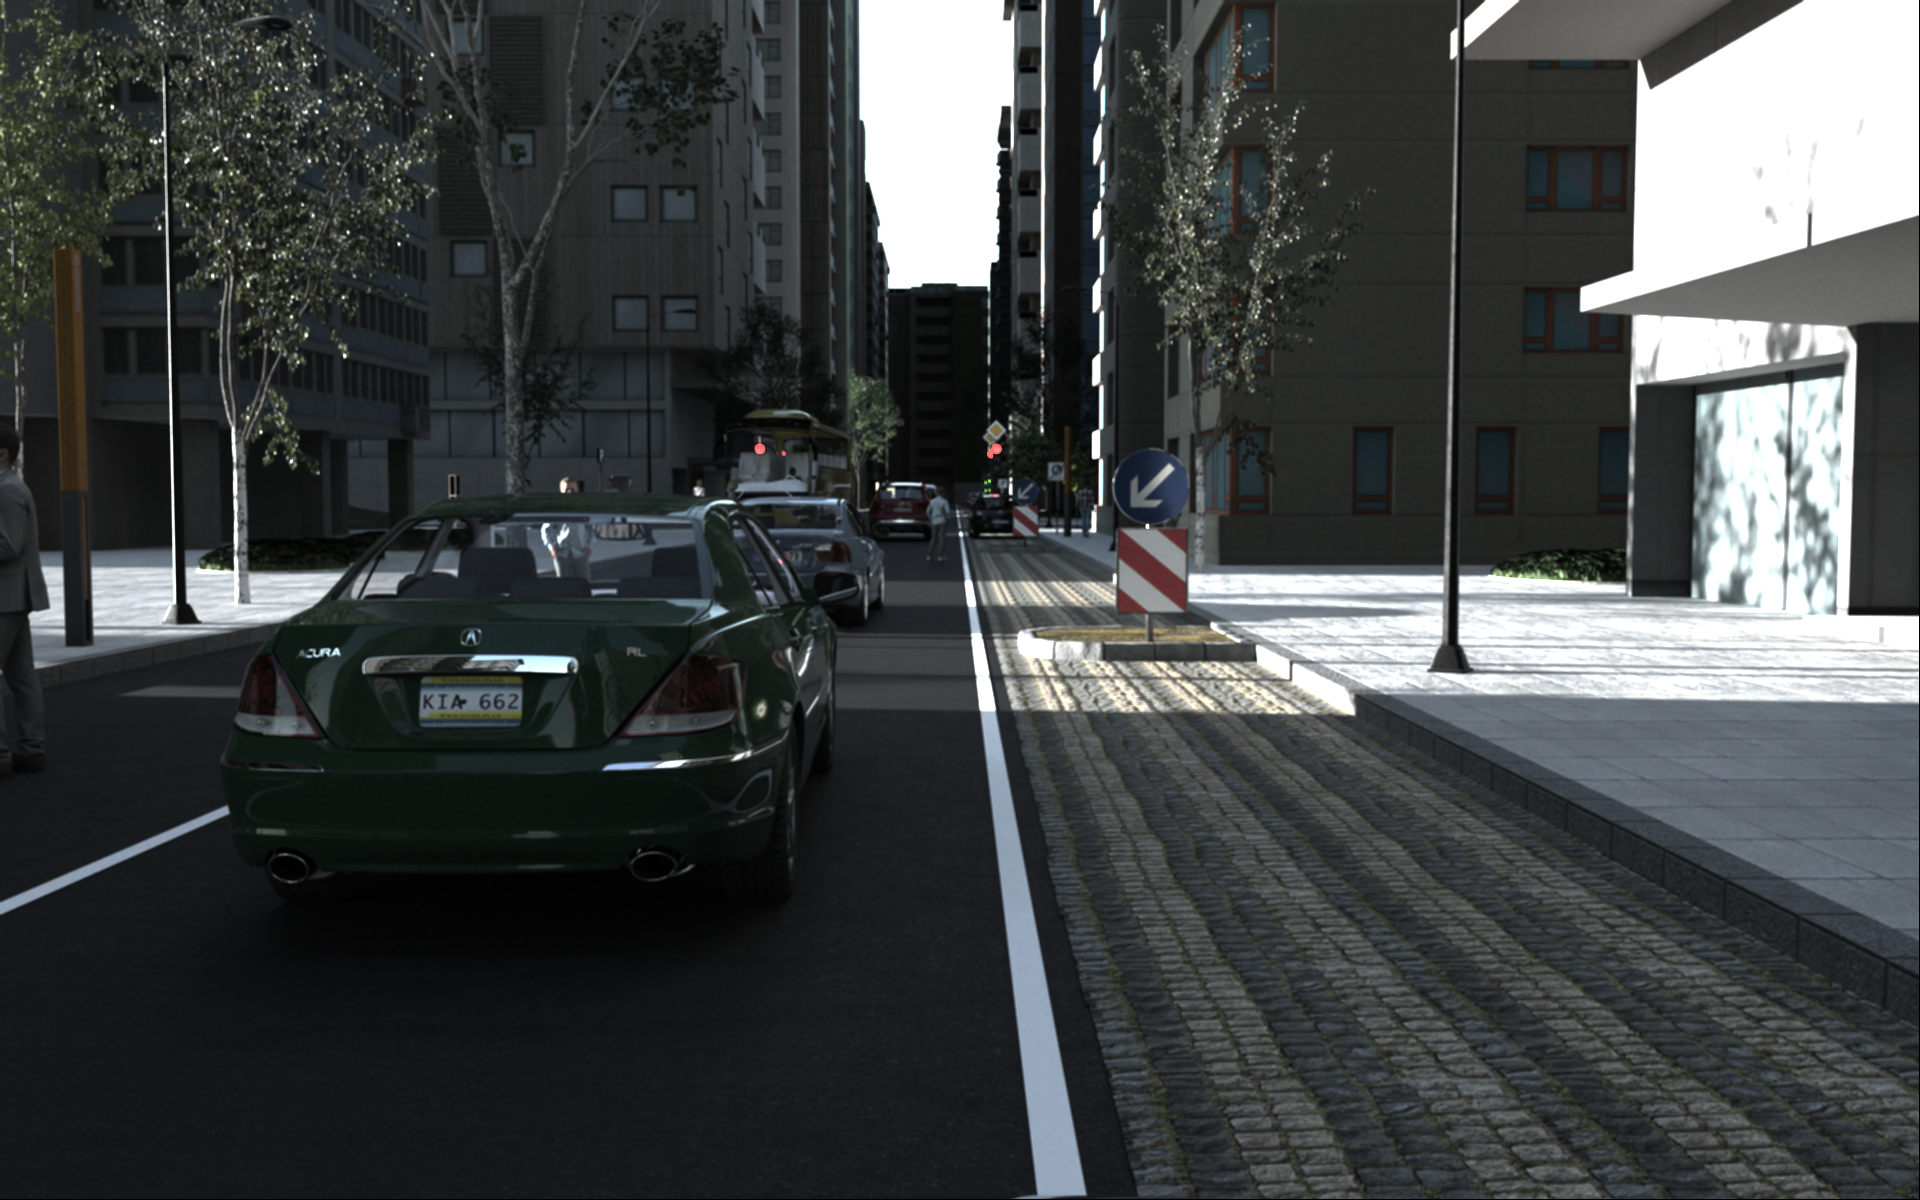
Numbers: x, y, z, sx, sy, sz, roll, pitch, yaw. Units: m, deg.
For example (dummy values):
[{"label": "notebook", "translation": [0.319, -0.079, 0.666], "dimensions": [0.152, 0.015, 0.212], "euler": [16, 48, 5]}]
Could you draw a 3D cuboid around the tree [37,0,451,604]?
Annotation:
[{"label": "tree", "translation": [-8.177, -4.266, 20.110], "dimensions": [4.360, 8.622, 3.978], "euler": [0, 3, 0]}]

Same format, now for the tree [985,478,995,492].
[{"label": "tree", "translation": [3.896, -14.163, 226.172], "dimensions": [1.663, 3.219, 1.824], "euler": [0, 3, 0]}]

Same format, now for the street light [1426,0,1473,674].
[{"label": "street light", "translation": [3.003, -2.435, 12.359], "dimensions": [1.470, 5.913, 1.316], "euler": [0, 4, 0]}]

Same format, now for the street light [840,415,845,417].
[{"label": "street light", "translation": [-7.435, -7.906, 101.796], "dimensions": [1.470, 5.913, 1.316], "euler": [0, 4, 0]}]

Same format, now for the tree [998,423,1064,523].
[{"label": "tree", "translation": [3.397, -5.781, 78.232], "dimensions": [4.285, 4.588, 4.351], "euler": [0, 3, 0]}]

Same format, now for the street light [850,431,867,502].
[{"label": "street light", "translation": [-7.551, -9.527, 128.300], "dimensions": [1.470, 5.913, 1.316], "euler": [0, 4, 0]}]

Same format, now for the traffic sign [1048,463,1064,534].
[{"label": "traffic sign", "translation": [3.113, -3.265, 55.519], "dimensions": [0.606, 2.300, 0.079], "euler": [0, 4, 7]}]

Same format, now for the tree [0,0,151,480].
[{"label": "tree", "translation": [-13.424, -4.507, 24.047], "dimensions": [4.737, 8.622, 4.395], "euler": [0, 3, 0]}]

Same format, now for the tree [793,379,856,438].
[{"label": "tree", "translation": [-8.694, -9.606, 107.417], "dimensions": [4.360, 8.622, 3.978], "euler": [0, 3, 0]}]

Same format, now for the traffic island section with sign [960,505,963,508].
[{"label": "traffic island section with sign", "translation": [1.217, -7.196, 126.282], "dimensions": [1.989, 1.847, 2.006], "euler": [0, 4, 0]}]

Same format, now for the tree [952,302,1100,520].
[{"label": "tree", "translation": [3.779, -9.204, 84.901], "dimensions": [8.767, 10.594, 7.601], "euler": [0, 4, 1]}]

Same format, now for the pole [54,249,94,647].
[{"label": "pole", "translation": [-7.441, -1.266, 14.539], "dimensions": [0.158, 3.312, 0.155], "euler": [0, 3, 0]}]

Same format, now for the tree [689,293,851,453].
[{"label": "tree", "translation": [-8.511, -8.946, 80.687], "dimensions": [7.601, 10.594, 8.767], "euler": [1, 4, 16]}]

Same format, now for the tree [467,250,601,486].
[{"label": "tree", "translation": [-13.385, -6.305, 53.453], "dimensions": [4.360, 8.622, 3.978], "euler": [0, 3, 0]}]

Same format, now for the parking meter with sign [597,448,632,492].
[{"label": "parking meter with sign", "translation": [-12.947, -4.285, 66.326], "dimensions": [1.738, 3.016, 0.543], "euler": [0, 4, 6]}]

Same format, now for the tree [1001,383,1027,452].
[{"label": "tree", "translation": [4.449, -10.025, 114.264], "dimensions": [4.360, 8.622, 3.978], "euler": [0, 3, 0]}]

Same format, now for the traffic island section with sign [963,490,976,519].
[{"label": "traffic island section with sign", "translation": [1.311, -5.484, 98.288], "dimensions": [1.989, 1.847, 2.006], "euler": [0, 4, 0]}]

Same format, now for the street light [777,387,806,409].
[{"label": "street light", "translation": [-7.367, -6.284, 75.292], "dimensions": [1.470, 5.913, 1.316], "euler": [0, 4, 0]}]

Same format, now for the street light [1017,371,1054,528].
[{"label": "street light", "translation": [2.847, -5.688, 65.545], "dimensions": [1.470, 5.913, 1.316], "euler": [0, 4, 0]}]

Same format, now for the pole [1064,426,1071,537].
[{"label": "pole", "translation": [3.245, -3.566, 52.147], "dimensions": [0.158, 3.312, 0.155], "euler": [0, 3, 0]}]

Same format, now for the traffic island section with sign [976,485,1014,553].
[{"label": "traffic island section with sign", "translation": [1.475, -2.082, 42.661], "dimensions": [1.989, 1.847, 2.006], "euler": [0, 4, 0]}]

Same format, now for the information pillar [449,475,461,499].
[{"label": "information pillar", "translation": [-19.366, -3.788, 66.432], "dimensions": [0.304, 2.012, 0.304], "euler": [1, 4, 20]}]

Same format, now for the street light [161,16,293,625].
[{"label": "street light", "translation": [-7.186, -2.719, 16.997], "dimensions": [1.470, 5.913, 1.316], "euler": [0, 4, 0]}]

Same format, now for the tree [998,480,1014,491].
[{"label": "tree", "translation": [3.560, -6.593, 102.393], "dimensions": [1.663, 3.219, 1.824], "euler": [0, 3, 0]}]

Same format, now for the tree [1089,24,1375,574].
[{"label": "tree", "translation": [4.069, -4.725, 27.623], "dimensions": [4.360, 8.622, 3.978], "euler": [0, 3, 0]}]

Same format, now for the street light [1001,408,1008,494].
[{"label": "street light", "translation": [2.711, -7.421, 93.871], "dimensions": [1.470, 5.913, 1.316], "euler": [0, 4, 0]}]

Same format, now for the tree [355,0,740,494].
[{"label": "tree", "translation": [-7.911, -10.877, 33.720], "dimensions": [12.611, 20.169, 13.585], "euler": [0, 3, 0]}]

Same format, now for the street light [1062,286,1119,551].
[{"label": "street light", "translation": [2.973, -4.056, 38.863], "dimensions": [1.470, 5.913, 1.316], "euler": [0, 4, 0]}]

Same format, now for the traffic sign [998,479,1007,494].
[{"label": "traffic sign", "translation": [2.905, -7.079, 117.871], "dimensions": [0.606, 2.300, 0.079], "euler": [0, 4, 3]}]

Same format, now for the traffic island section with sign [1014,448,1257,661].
[{"label": "traffic island section with sign", "translation": [1.541, -0.433, 15.706], "dimensions": [1.989, 1.847, 2.006], "euler": [0, 4, 0]}]

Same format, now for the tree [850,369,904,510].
[{"label": "tree", "translation": [-8.418, -13.253, 142.439], "dimensions": [9.928, 11.665, 9.643], "euler": [0, 3, 0]}]

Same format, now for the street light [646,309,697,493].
[{"label": "street light", "translation": [-7.280, -4.340, 43.501], "dimensions": [1.470, 5.913, 1.316], "euler": [0, 4, 0]}]

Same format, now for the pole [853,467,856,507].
[{"label": "pole", "translation": [-7.998, -8.397, 131.130], "dimensions": [0.158, 3.312, 0.155], "euler": [0, 3, 0]}]

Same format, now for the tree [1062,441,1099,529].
[{"label": "tree", "translation": [4.434, -4.220, 63.605], "dimensions": [1.663, 3.219, 1.824], "euler": [0, 3, 0]}]
